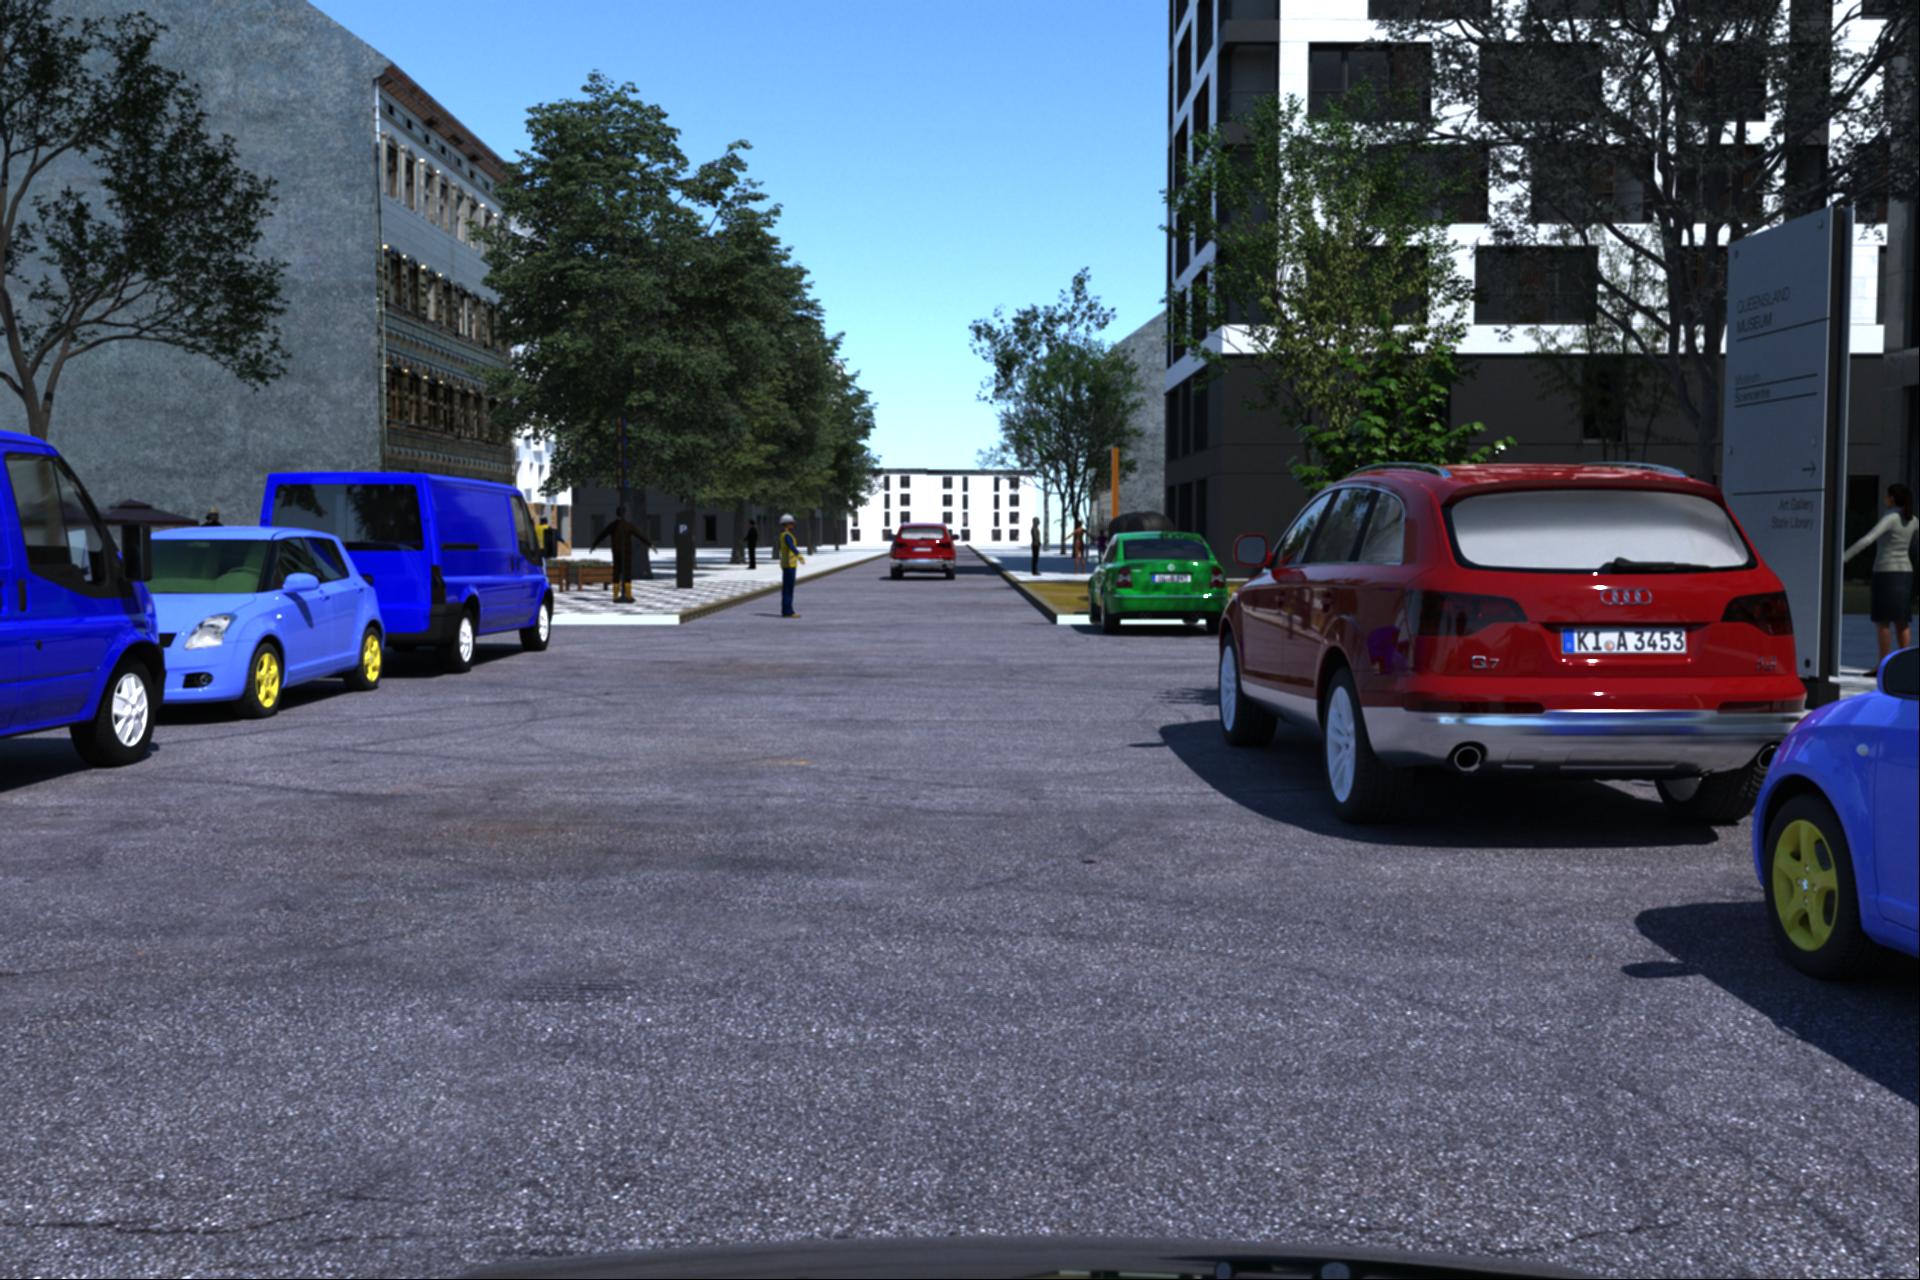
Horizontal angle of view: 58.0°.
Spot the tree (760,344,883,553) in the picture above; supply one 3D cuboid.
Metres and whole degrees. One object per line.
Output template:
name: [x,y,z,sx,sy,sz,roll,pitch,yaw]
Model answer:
tree: [-9.970,-12.747,115.076,9.857,13.997,8.962,0,3,0]

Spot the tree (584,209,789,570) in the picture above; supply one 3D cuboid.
tree: [-9.899,-8.768,61.490,7.486,12.596,7.792,0,3,0]

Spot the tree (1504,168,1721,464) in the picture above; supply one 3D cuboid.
tree: [12.954,-5.114,33.979,4.360,8.622,3.978,0,3,0]

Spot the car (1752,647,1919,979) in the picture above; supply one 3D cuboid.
car: [3.568,0.311,4.505,1.945,1.707,3.694,0,4,-1]

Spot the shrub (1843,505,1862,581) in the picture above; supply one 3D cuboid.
shrub: [24.196,-2.656,47.463,1.661,2.075,1.752,0,3,0]

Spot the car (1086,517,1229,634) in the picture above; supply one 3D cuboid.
car: [2.936,-1.068,26.257,1.959,1.807,4.718,0,3,0]

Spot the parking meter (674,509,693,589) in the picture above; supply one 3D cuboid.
parking meter: [-6.497,-2.141,40.714,0.399,1.863,0.255,0,4,0]

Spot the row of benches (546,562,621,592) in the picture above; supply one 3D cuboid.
row of benches: [-9.400,-1.378,37.992,4.104,0.672,1.422,-3,5,-42]

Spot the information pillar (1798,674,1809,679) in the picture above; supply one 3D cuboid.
information pillar: [6.945,-0.615,14.545,0.304,2.012,0.304,0,3,0]

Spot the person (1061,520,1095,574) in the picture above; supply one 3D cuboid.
person: [3.810,-2.985,55.611,1.217,1.733,0.721,-1,4,-23]

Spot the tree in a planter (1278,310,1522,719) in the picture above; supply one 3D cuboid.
tree in a planter: [3.432,-1.016,13.838,1.991,3.239,1.994,0,4,0]

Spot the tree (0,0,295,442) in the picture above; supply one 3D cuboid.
tree: [-12.704,-5.463,23.739,7.601,10.594,8.767,1,4,21]

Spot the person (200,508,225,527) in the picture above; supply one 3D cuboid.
person: [-16.475,-1.986,38.247,1.354,1.856,0.705,-3,4,-37]

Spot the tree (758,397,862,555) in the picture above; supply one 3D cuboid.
tree: [-9.307,-10.362,103.839,7.601,10.594,8.767,2,4,25]

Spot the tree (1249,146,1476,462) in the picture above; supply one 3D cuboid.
tree: [7.323,-5.061,33.104,4.737,8.622,4.395,0,3,0]

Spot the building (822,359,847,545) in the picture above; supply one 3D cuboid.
building: [-27.790,-21.768,199.888,27.936,21.610,32.646,0,4,-1]

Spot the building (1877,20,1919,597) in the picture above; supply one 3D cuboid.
building: [27.761,-13.042,16.444,19.351,26.588,34.151,0,4,0]

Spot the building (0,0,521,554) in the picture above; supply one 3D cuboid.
building: [-28.085,-14.279,64.392,19.493,23.208,18.063,0,4,-1]

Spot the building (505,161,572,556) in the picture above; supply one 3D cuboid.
building: [-27.895,-14.241,89.262,16.016,20.090,11.380,0,3,0]

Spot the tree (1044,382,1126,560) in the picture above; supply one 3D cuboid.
tree: [6.174,-8.160,83.782,4.360,8.622,3.978,0,3,0]

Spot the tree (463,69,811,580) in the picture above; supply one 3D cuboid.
tree: [-8.983,-8.656,48.181,9.857,13.997,8.962,0,3,0]

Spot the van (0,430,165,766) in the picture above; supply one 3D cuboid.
van: [-6.050,-0.280,8.960,2.240,2.365,5.245,0,4,0]

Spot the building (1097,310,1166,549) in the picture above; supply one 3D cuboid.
building: [21.981,-19.500,149.756,19.493,23.208,18.063,0,4,0]

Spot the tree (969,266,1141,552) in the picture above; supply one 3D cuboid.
tree: [6.634,-16.405,124.111,12.611,20.169,13.585,0,3,0]

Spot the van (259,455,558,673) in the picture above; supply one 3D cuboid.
van: [-6.012,-0.923,19.471,2.240,2.365,5.245,0,4,0]

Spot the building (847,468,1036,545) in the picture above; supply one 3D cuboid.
building: [-4.296,-16.960,221.896,28.070,9.664,9.099,0,4,-2]

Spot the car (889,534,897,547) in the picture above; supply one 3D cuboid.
car: [-3.399,-5.990,107.520,1.945,1.707,3.694,0,3,0]

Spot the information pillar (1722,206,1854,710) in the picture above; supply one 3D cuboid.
information pillar: [6.297,-1.344,13.288,0.184,3.620,1.656,0,4,0]

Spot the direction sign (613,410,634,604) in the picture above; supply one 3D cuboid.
direction sign: [-6.253,-2.450,32.055,0.379,3.537,0.876,0,4,0]

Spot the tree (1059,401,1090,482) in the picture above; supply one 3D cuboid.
tree: [18.768,-22.442,222.821,12.611,20.169,13.585,0,3,0]

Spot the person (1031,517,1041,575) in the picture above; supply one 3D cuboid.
person: [2.389,-2.930,54.026,0.705,1.813,1.348,0,4,0]

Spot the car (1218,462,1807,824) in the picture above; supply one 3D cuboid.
car: [2.852,-0.089,10.126,2.281,1.827,5.304,0,4,-1]

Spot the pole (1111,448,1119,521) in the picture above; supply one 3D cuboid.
pole: [3.667,-2.885,41.014,0.158,3.312,0.155,0,3,0]

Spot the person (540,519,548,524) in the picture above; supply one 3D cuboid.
person: [-13.344,-3.017,55.455,1.347,1.817,0.704,3,4,36]

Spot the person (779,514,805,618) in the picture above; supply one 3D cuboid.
person: [-2.879,-1.279,29.833,0.721,1.772,1.216,-1,4,-19]

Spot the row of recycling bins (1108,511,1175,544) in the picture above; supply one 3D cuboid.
row of recycling bins: [3.367,-1.574,32.845,1.069,1.692,3.534,0,4,-2]

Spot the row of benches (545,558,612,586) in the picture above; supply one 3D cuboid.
row of benches: [-10.299,-1.775,44.480,4.104,0.672,1.422,3,5,44]

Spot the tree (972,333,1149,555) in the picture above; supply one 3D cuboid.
tree: [6.338,-11.889,104.747,12.009,13.543,11.850,0,3,0]

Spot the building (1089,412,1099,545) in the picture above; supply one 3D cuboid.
building: [24.518,-22.248,194.686,19.493,23.208,18.063,0,3,0]

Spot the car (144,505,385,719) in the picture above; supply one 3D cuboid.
car: [-6.208,-0.304,14.567,1.945,1.707,3.694,0,4,0]

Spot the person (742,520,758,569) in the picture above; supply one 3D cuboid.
person: [-7.599,-3.475,63.008,0.705,1.806,1.347,1,4,13]

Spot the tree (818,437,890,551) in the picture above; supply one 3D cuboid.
tree: [-9.436,-12.048,131.398,8.767,10.594,7.601,-2,4,-24]

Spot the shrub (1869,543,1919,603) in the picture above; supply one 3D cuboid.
shrub: [17.299,-1.273,31.937,1.383,1.207,1.383,0,3,0]

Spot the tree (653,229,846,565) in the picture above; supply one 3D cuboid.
tree: [-9.369,-10.162,72.810,9.857,13.997,8.962,0,3,0]

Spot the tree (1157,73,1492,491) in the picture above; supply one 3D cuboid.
tree: [8.394,-7.019,40.523,9.928,11.665,9.643,0,3,0]

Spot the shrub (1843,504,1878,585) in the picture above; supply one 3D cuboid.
shrub: [23.057,-2.389,43.476,1.690,2.028,1.600,0,3,0]

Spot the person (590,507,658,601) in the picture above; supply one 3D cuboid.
person: [-6.451,-1.648,33.084,1.346,1.812,0.704,1,4,8]

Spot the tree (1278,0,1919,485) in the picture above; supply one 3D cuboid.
tree: [9.244,-6.793,21.434,12.009,13.543,11.850,0,3,0]

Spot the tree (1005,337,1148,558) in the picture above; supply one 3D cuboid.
tree: [6.200,-10.195,92.441,9.928,11.665,9.643,0,3,0]

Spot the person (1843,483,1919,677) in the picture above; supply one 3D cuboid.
person: [8.319,-0.534,15.559,1.217,1.735,0.721,-1,4,-19]

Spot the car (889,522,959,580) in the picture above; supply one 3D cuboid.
car: [-1.162,-2.870,55.591,2.281,1.827,5.304,0,4,0]

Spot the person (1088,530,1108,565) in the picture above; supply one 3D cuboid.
person: [5.241,-3.353,64.089,0.991,1.433,0.599,0,4,-3]

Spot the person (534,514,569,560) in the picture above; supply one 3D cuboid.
person: [-11.237,-2.496,46.778,1.349,1.833,0.705,1,4,10]

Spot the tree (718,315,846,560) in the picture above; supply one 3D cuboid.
tree: [-9.390,-10.239,85.540,7.486,12.596,7.792,0,3,0]

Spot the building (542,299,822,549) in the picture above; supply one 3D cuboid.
building: [-28.598,-19.760,167.058,27.936,21.610,32.646,0,4,0]

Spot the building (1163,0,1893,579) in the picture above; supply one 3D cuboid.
building: [21.406,-13.527,65.144,27.936,21.610,32.646,0,4,0]
